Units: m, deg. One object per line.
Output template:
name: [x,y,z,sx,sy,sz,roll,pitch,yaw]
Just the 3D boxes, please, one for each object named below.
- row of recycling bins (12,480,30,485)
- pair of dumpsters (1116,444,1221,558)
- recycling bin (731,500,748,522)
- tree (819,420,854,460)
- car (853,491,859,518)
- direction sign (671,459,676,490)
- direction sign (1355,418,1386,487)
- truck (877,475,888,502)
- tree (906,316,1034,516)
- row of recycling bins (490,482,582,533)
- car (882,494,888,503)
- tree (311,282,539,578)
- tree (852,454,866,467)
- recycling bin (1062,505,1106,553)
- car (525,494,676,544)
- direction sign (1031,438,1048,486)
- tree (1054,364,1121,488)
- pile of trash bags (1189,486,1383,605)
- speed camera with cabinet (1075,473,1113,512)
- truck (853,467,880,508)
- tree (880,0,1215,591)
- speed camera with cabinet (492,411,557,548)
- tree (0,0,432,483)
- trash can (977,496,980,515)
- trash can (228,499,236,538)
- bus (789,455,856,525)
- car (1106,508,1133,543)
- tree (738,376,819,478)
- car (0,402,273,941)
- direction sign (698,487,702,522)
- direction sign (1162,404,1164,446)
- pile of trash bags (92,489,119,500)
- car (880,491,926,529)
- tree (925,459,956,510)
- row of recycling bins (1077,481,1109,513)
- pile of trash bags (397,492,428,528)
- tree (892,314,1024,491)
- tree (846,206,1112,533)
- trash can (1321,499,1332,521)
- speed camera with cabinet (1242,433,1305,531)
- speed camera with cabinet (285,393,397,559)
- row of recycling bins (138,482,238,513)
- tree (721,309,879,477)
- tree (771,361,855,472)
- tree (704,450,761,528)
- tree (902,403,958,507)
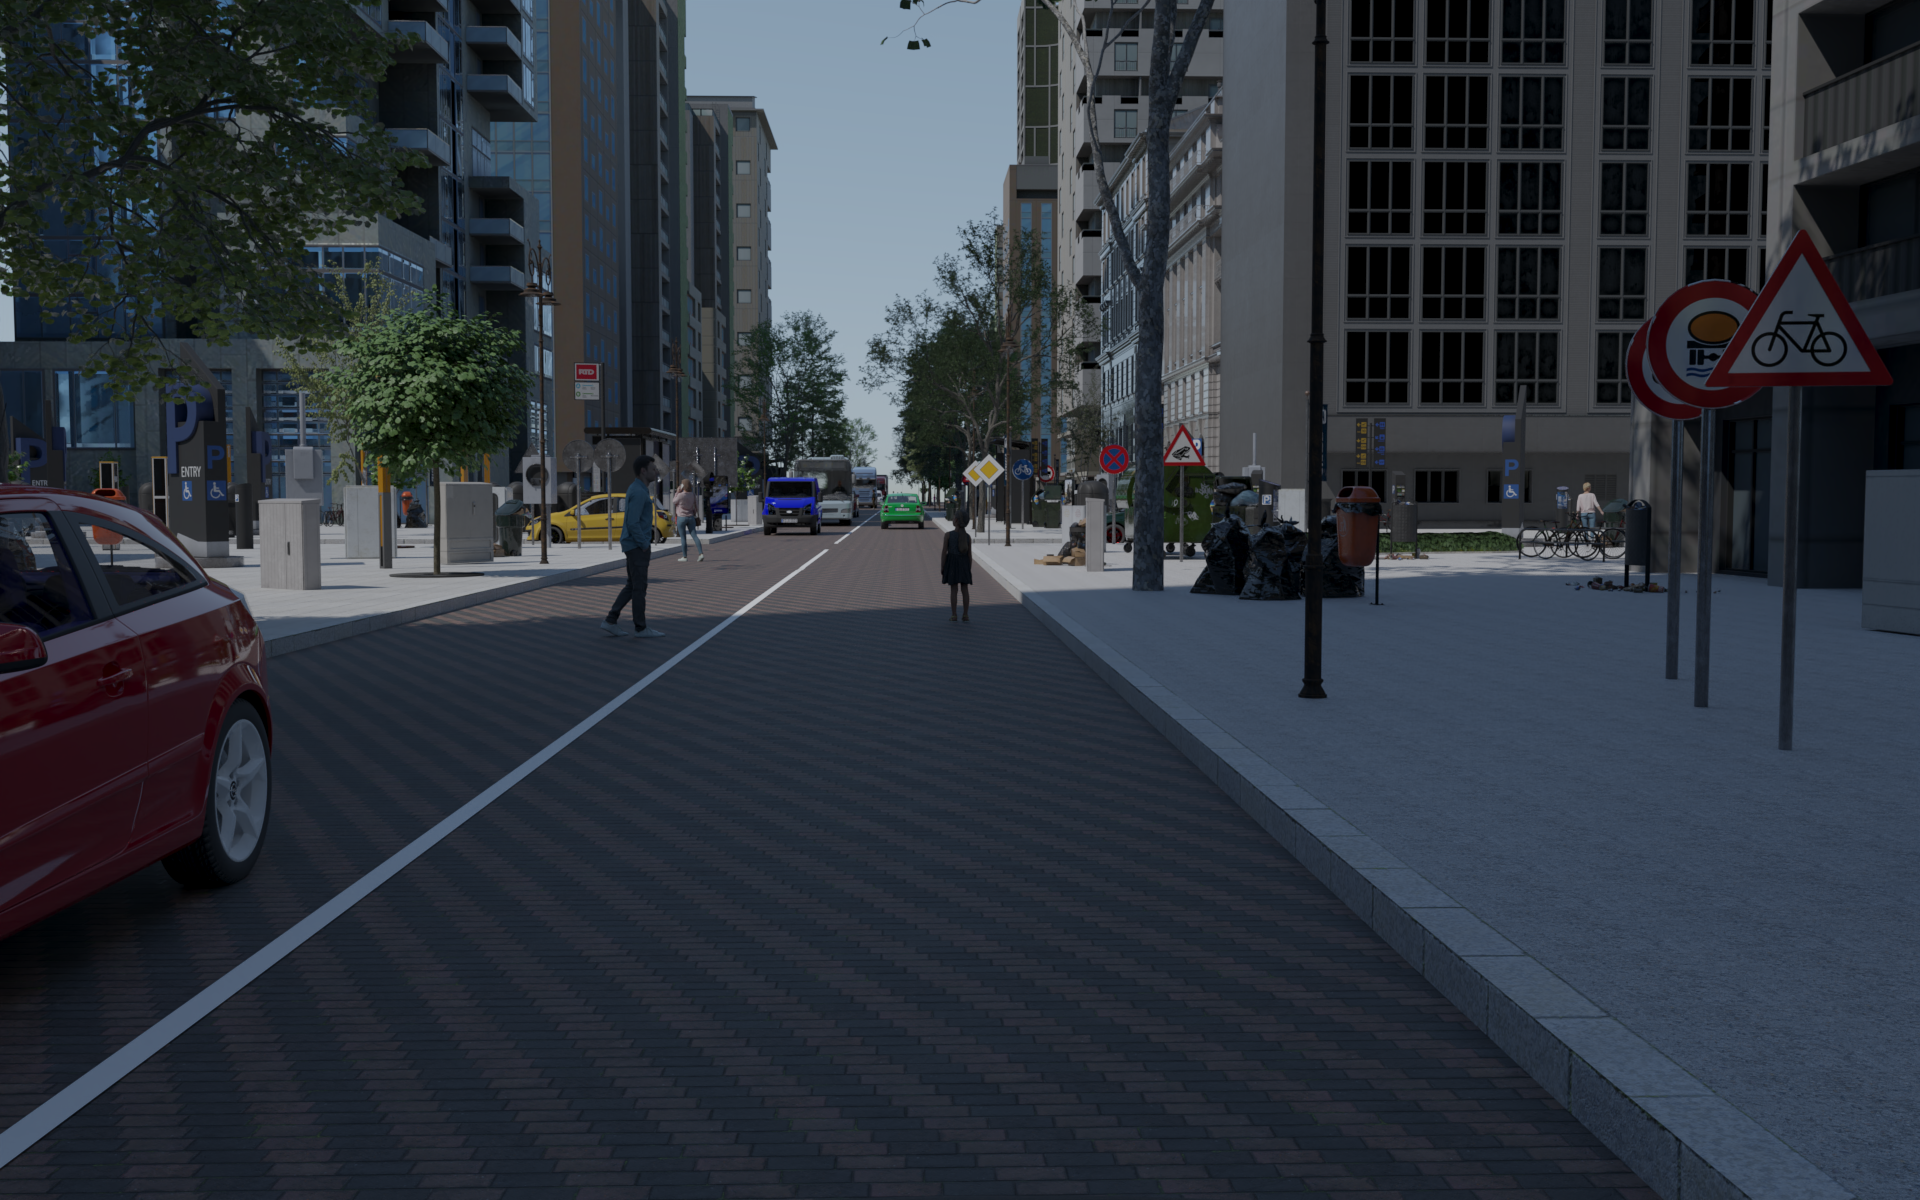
row of recycling bins: [-29.289,-2.710,51.414,1.069,1.692,3.534,2,4,34]
pair of dumpsters: [4.256,-2.028,35.658,1.574,2.255,4.437,0,4,-2]
recycling bin: [-10.114,-4.105,79.676,0.722,1.027,0.722,-1,4,-20]
tree: [-11.657,-12.465,154.167,4.360,8.622,3.978,0,3,0]
car: [-7.312,-6.008,106.905,2.281,1.827,5.304,0,4,-1]
direction sign: [-18.818,-7.392,112.851,0.379,3.537,0.876,3,5,43]
direction sign: [12.253,-3.654,51.748,0.876,3.537,0.379,0,4,5]
truck: [-11.808,-16.053,251.387,2.839,4.237,11.283,0,4,0]
tree: [0.459,-10.649,99.864,9.928,11.665,9.643,0,3,0]
row of recycling bins: [-14.403,-3.124,58.196,3.534,1.692,1.069,-2,4,-34]
car: [-5.537,-8.272,145.036,2.009,1.686,4.222,0,4,-2]
tree: [-8.268,-2.646,26.979,4.285,4.588,4.351,0,3,0]
tree: [-16.840,-20.415,284.141,4.737,8.622,4.395,0,3,0]
recycling bin: [2.722,-1.555,37.975,0.722,1.027,0.722,-3,5,-40]
car: [-9.719,-2.244,46.910,3.980,1.641,2.015,0,4,-3]
direction sign: [3.233,-4.800,70.485,0.876,3.537,0.379,-3,4,-38]
tree: [7.148,-9.103,99.193,4.360,8.622,3.978,0,3,0]
pile of trash bags: [4.235,-0.708,21.330,1.912,1.369,3.447,-1,4,-15]
speed camera with cabinet: [6.025,-5.123,78.102,2.038,3.252,0.660,3,5,41]
truck: [-9.753,-11.538,178.401,2.967,4.110,18.799,0,4,-3]
tree: [3.564,-10.253,23.527,12.611,20.169,13.585,0,3,0]
speed camera with cabinet: [-10.648,-2.860,41.089,2.038,3.252,0.660,0,4,1]
tree: [-8.099,-5.816,13.213,7.486,12.596,7.792,0,3,0]
trash can: [0.915,-5.563,102.605,0.748,1.137,0.748,0,3,0]
trash can: [-21.532,-2.395,50.819,0.748,1.137,0.748,0,3,0]
bus: [-6.344,-5.318,81.809,2.948,3.499,13.247,0,4,-3]
car: [5.313,-2.267,46.855,4.222,1.686,2.009,0,3,0]
tree: [-11.441,-9.545,106.417,4.360,8.622,3.978,0,3,0]
car: [-3.460,0.253,4.903,2.155,1.783,4.494,0,4,-3]
direction sign: [-12.170,-5.412,80.478,0.876,3.537,0.379,-3,5,-45]
direction sign: [4.759,-3.128,43.146,0.876,3.537,0.379,-3,5,-41]
pile of trash bags: [-15.376,-1.124,28.128,3.447,1.369,1.912,-1,4,-17]
car: [-2.377,-3.868,72.038,1.959,1.807,4.718,0,4,-1]
tree: [-1.225,-9.734,142.871,4.285,4.588,4.351,0,3,0]
row of recycling bins: [4.182,-2.906,54.620,1.069,1.692,3.534,0,4,4]
pile of trash bags: [-21.264,-3.450,66.152,1.912,1.369,3.447,-1,4,-13]
tree: [-0.195,-12.885,117.319,9.857,13.997,8.962,0,3,0]
tree: [0.660,-7.496,56.979,8.767,10.594,7.601,0,4,1]
trash can: [11.480,-2.656,55.081,0.748,1.137,0.748,0,3,0]
speed camera with cabinet: [10.233,-3.790,56.298,2.038,3.252,0.660,0,4,2]
speed camera with cabinet: [-12.242,-2.444,34.290,2.038,3.252,0.660,-1,4,-18]
row of recycling bins: [-26.965,-3.283,60.783,3.534,1.692,1.069,0,4,-7]
tree: [-9.719,-10.459,96.758,9.928,11.665,9.643,0,3,0]
tree: [-12.546,-13.902,145.423,7.486,12.596,7.792,0,3,0]
tree: [-9.069,-4.590,69.646,1.663,3.219,1.824,0,3,0]
tree: [-2.513,-15.896,178.027,7.486,12.596,7.792,0,3,0]
